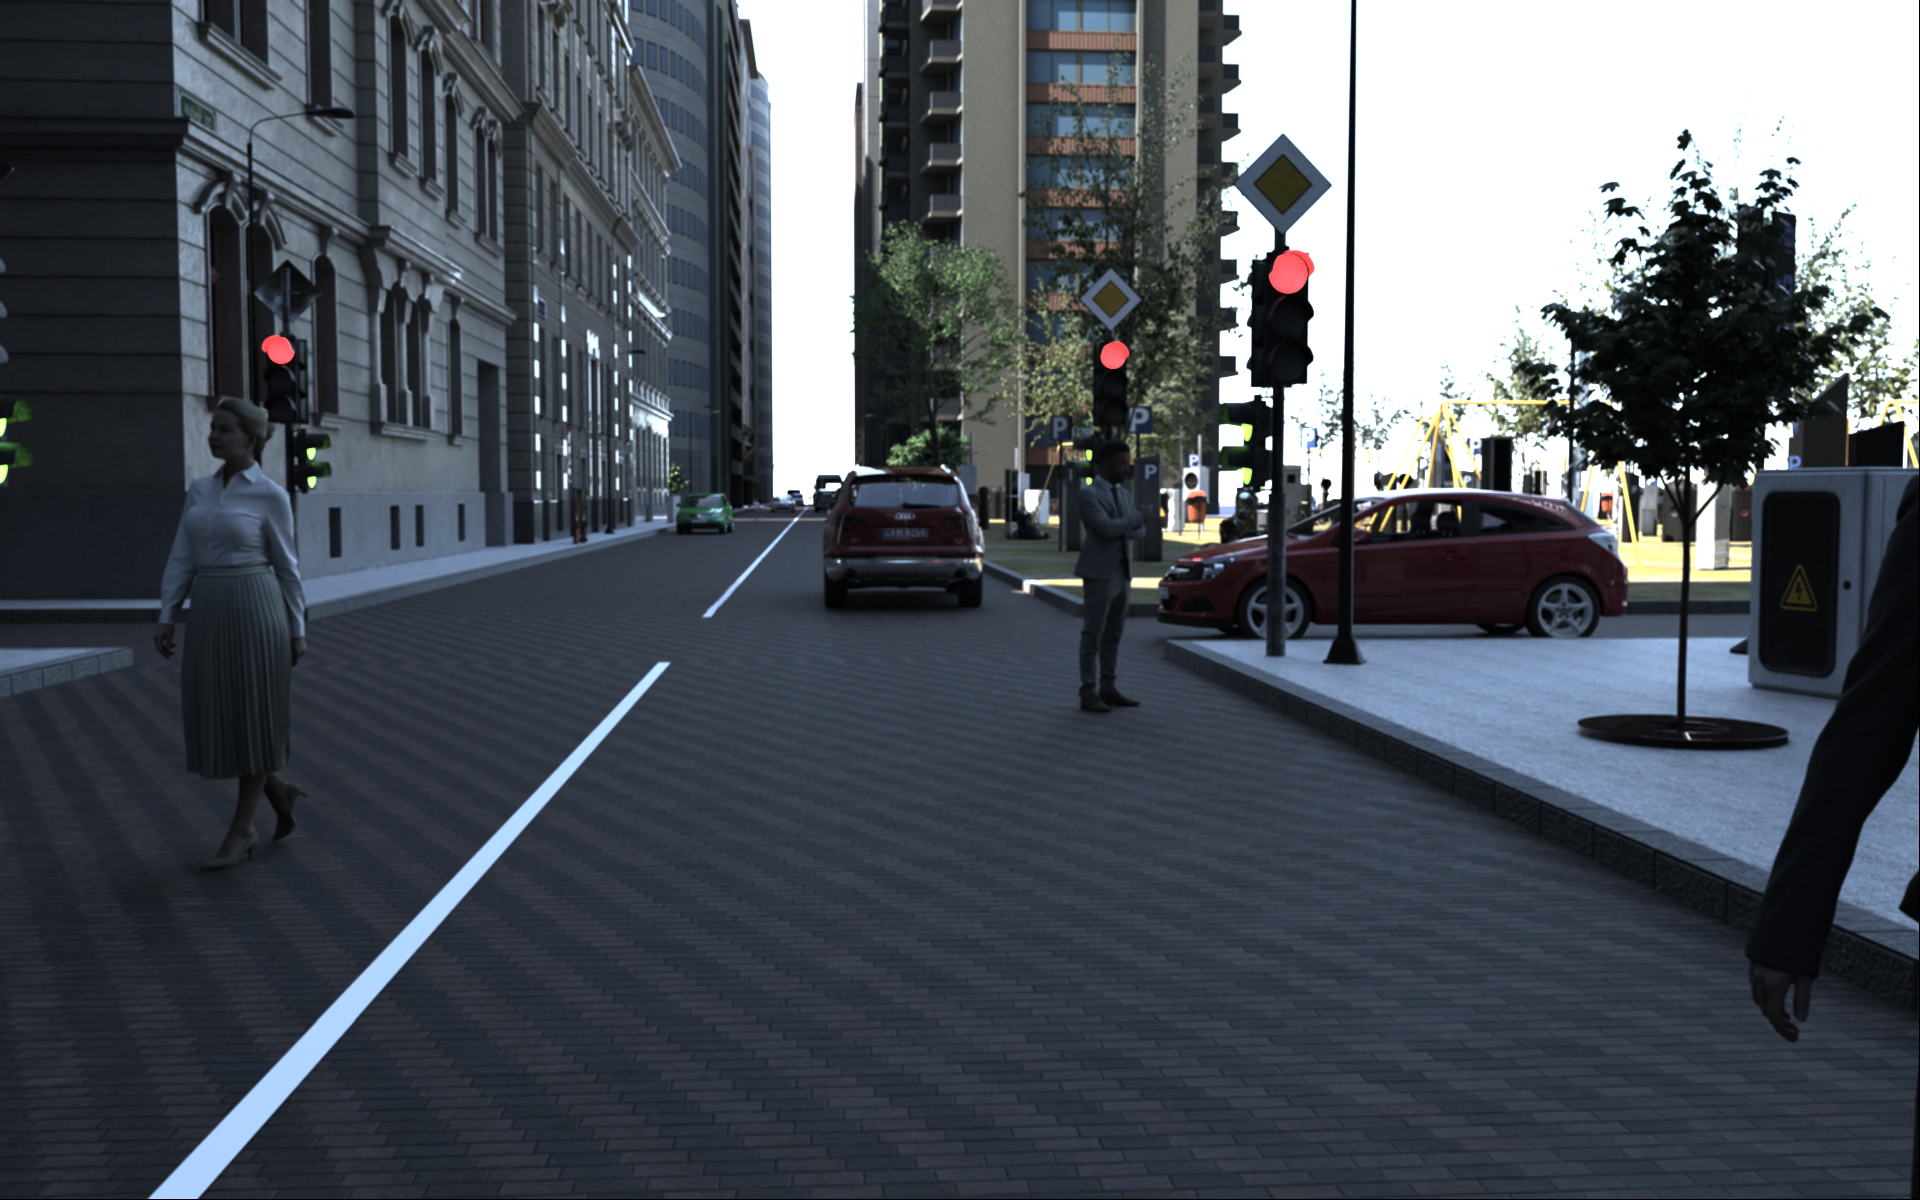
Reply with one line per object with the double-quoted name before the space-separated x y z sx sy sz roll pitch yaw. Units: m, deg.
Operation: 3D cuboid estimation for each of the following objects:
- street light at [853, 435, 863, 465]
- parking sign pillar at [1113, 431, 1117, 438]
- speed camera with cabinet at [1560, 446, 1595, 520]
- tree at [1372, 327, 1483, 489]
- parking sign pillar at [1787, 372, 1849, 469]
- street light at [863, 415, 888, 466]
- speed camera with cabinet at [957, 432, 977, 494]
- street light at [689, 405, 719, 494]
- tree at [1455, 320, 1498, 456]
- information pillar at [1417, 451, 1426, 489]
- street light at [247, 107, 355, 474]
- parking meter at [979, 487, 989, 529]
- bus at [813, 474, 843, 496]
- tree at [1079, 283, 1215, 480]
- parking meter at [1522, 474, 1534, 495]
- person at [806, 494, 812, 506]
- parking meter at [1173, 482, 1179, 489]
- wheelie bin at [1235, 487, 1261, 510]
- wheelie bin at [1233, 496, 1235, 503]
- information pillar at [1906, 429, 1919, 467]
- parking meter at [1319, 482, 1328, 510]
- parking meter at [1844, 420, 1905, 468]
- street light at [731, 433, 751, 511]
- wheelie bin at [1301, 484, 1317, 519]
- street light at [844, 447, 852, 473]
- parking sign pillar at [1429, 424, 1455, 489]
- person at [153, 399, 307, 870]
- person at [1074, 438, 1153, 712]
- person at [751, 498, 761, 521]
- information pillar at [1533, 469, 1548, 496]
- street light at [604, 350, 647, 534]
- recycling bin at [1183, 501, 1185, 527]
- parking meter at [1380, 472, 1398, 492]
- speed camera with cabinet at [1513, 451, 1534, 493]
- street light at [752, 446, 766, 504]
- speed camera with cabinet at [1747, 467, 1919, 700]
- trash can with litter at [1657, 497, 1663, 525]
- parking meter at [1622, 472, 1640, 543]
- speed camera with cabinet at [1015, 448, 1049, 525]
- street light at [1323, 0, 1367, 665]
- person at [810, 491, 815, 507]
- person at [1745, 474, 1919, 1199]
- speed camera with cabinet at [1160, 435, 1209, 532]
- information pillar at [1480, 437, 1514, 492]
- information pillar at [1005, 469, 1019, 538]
"street light" -7.606 -10.071 137.209 1.470 5.913 1.316 0 4 -5
"parking sign pillar" 6.141 -5.204 73.553 1.447 3.967 1.447 -3 4 -37
"speed camera with cabinet" 25.614 -4.740 71.842 2.038 3.252 0.660 -3 5 -45
"tree" 21.266 -7.732 76.780 4.360 8.622 3.978 0 3 0
"parking sign pillar" 18.900 -3.042 38.205 1.447 3.967 1.447 -1 4 -21
"street light" -4.801 -7.904 101.768 1.470 5.913 1.316 0 4 -5
"speed camera with cabinet" 0.124 -3.770 55.975 0.660 3.252 2.038 0 4 -6
"street light" -13.587 -7.231 90.772 1.470 5.913 1.316 0 4 -5
"tree" 20.833 -6.881 62.865 4.737 8.622 4.395 0 3 0
"information pillar" 25.295 -6.342 95.038 0.504 3.616 0.183 0 4 5
"street light" -7.959 -2.958 20.910 1.470 5.913 1.316 0 4 -5
"parking meter" 0.873 -3.343 63.072 0.372 1.533 0.369 0 3 0
"bus" -12.514 -10.386 164.672 2.948 3.499 13.247 0 4 -5
"tree" 10.160 -10.731 93.581 7.486 12.596 7.792 0 3 0
"parking meter" 16.790 -2.784 51.234 0.255 1.863 0.399 2 4 32
"person" -17.824 -11.824 205.088 1.065 1.426 0.557 3 5 44
"parking meter" 10.220 -4.640 81.569 0.399 1.863 0.255 2 4 25
"wheelie bin" 10.394 -3.315 62.102 0.693 1.594 0.980 1 4 19
"wheelie bin" 12.449 -4.163 75.973 0.980 1.594 0.693 1 4 19
"information pillar" 34.140 -4.324 62.058 0.504 3.616 0.183 0 4 -8
"parking meter" 18.245 -4.964 86.864 0.399 1.863 0.255 0 4 -4
"parking meter" 7.274 -0.497 13.832 0.399 1.863 0.255 1 4 13
"street light" -16.909 -9.766 132.217 1.470 5.913 1.316 0 4 -5
"wheelie bin" 10.410 -2.752 52.903 0.980 1.594 0.693 1 4 13
"street light" -10.603 -12.249 172.805 1.470 5.913 1.316 0 4 -5
"parking sign pillar" 18.584 -4.787 66.735 1.447 3.967 1.447 3 5 44
"person" -2.820 0.115 6.846 0.478 1.798 0.641 1 4 20
"person" 1.035 -0.173 11.513 0.466 1.800 0.511 2 4 27
"person" -10.999 -4.884 93.368 0.505 1.210 0.382 -1 4 -22
"information pillar" 17.257 -2.876 51.517 0.304 2.012 0.304 -3 4 -38
"street light" -10.784 -5.095 55.840 1.470 5.913 1.316 0 4 -5
"recycling bin" 8.156 -3.304 66.581 0.722 1.027 0.722 -3 5 -41
"parking meter" 11.278 -2.437 45.557 0.255 1.863 0.399 -3 4 -37
"speed camera with cabinet" 26.008 -5.212 79.547 2.038 3.252 0.660 -3 5 -42
"street light" -19.849 -11.941 167.770 1.470 5.913 1.316 0 4 -5
"speed camera with cabinet" 5.778 -0.991 10.534 0.660 3.252 2.038 -1 4 -17
"trash can with litter" 29.307 -3.741 72.548 0.624 1.170 1.055 3 5 43
"parking meter" 17.670 -2.440 45.605 0.399 1.863 0.255 -1 4 -21
"speed camera with cabinet" 2.954 -4.833 73.352 0.660 3.252 2.038 -2 4 -34
"street light" 2.391 -2.473 12.973 1.470 5.913 1.316 0 4 -5
"person" -16.327 -11.278 192.981 0.705 1.814 1.350 1 4 20
"person" 1.291 0.420 2.060 0.576 1.772 0.534 -1 4 -16
"speed camera with cabinet" 7.387 -3.909 58.240 0.660 3.252 2.038 -3 5 -45
"information pillar" 6.903 -1.090 22.314 0.304 2.012 0.304 -1 4 -9
"information pillar" 1.530 -2.851 51.099 0.304 2.012 0.304 -2 4 -31
